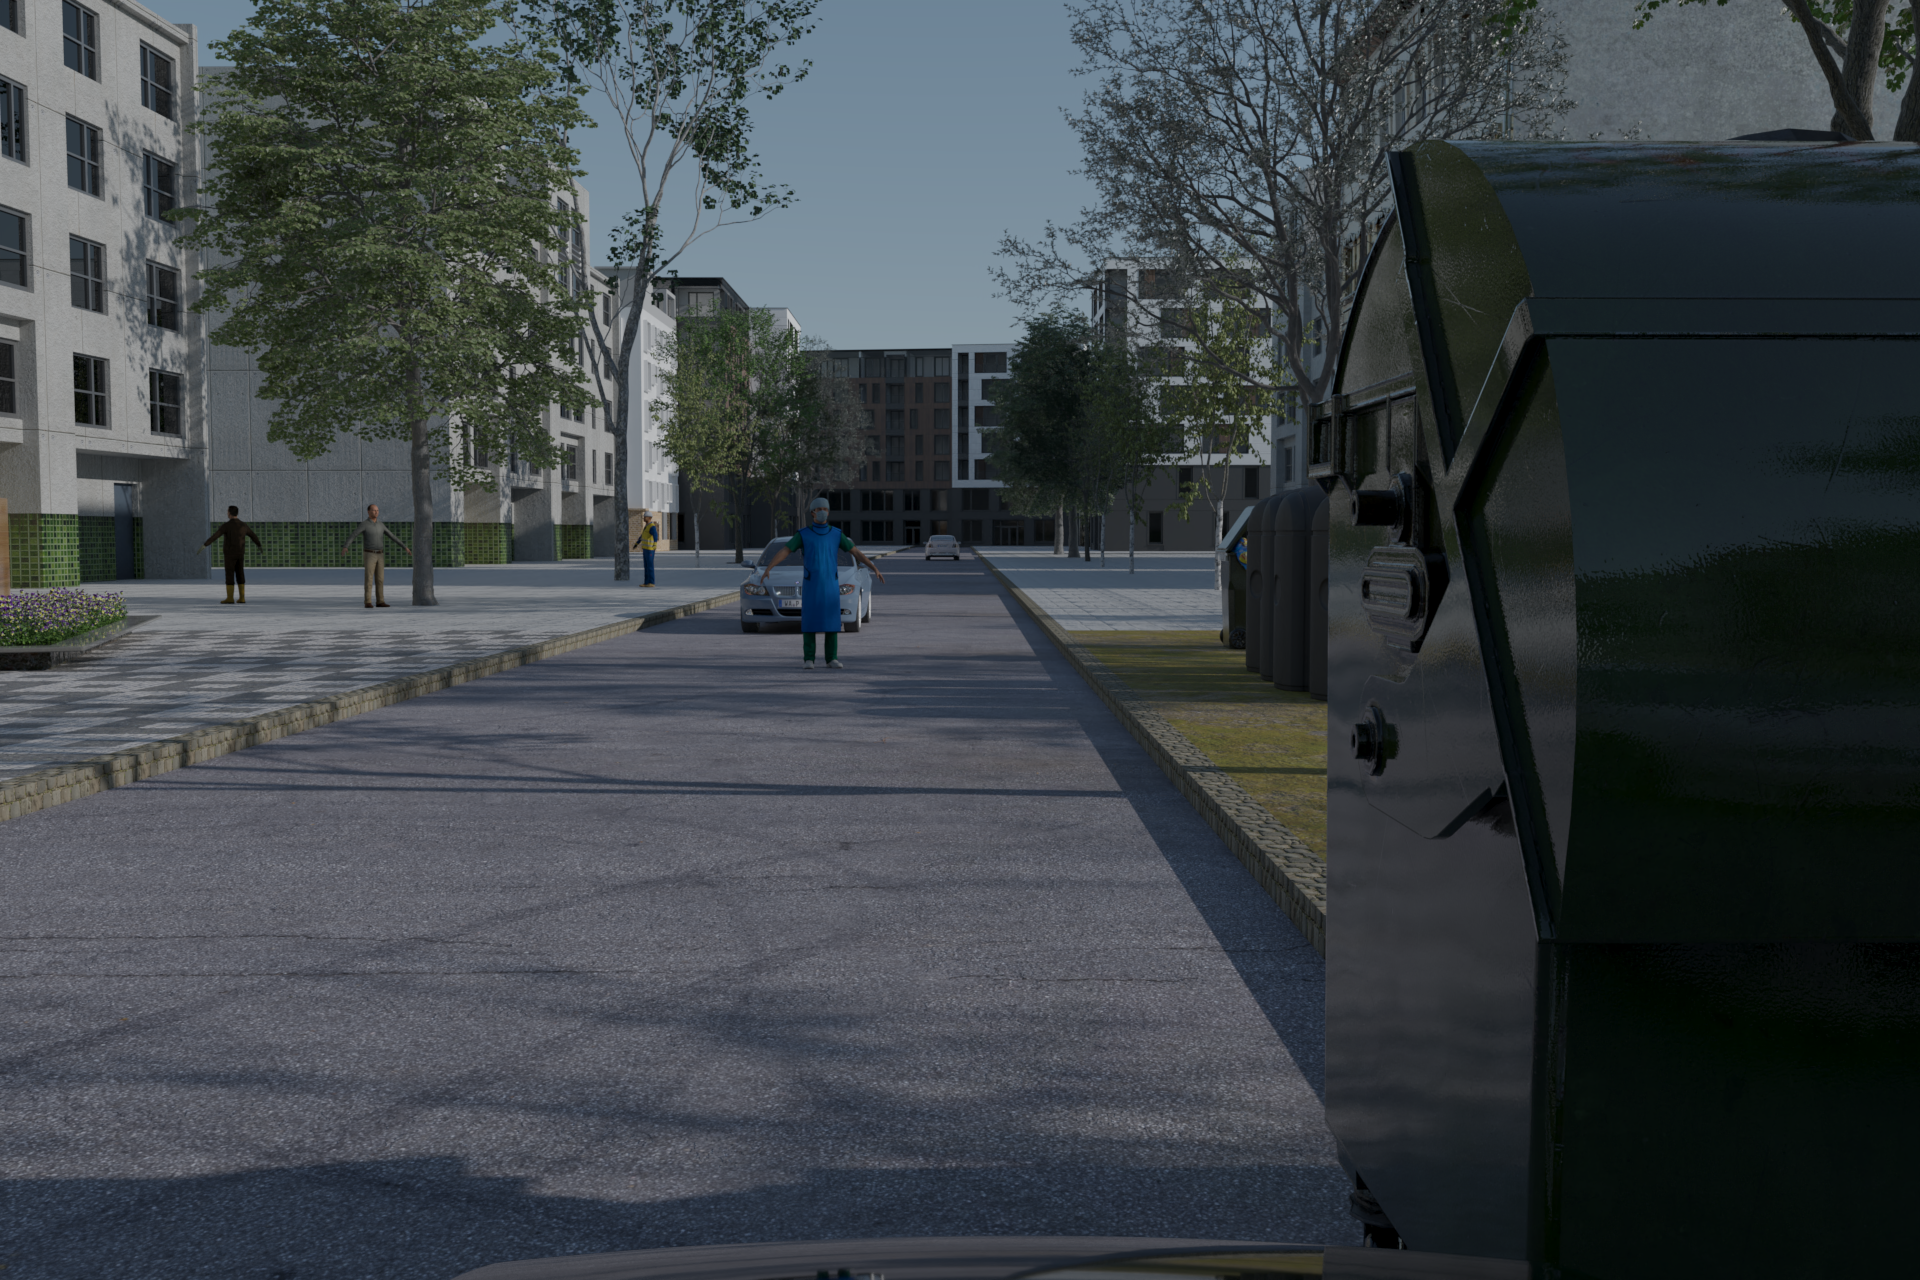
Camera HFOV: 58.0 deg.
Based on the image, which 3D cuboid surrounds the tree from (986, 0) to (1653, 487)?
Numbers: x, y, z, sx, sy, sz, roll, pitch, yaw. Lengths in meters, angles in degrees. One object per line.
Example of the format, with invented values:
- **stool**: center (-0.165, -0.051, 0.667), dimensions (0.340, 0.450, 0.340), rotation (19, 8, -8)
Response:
- **tree**: center (6.035, -7.253, 28.961), dimensions (12.009, 13.543, 11.850), rotation (0, 3, 0)

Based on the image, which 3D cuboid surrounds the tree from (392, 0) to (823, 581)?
- **tree**: center (-10.022, -11.790, 48.650), dimensions (12.611, 20.169, 13.585), rotation (0, 3, 0)

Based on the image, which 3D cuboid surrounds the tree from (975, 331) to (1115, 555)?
- **tree**: center (6.058, -12.295, 107.681), dimensions (9.857, 13.997, 8.962), rotation (0, 3, 0)

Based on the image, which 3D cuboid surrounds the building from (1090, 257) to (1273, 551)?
- **building**: center (24.621, -18.367, 144.280), dimensions (27.936, 21.610, 32.646), rotation (0, 4, 0)

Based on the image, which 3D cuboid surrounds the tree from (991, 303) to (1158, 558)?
- **tree**: center (6.227, -11.485, 94.434), dimensions (9.857, 13.997, 8.962), rotation (0, 3, 0)

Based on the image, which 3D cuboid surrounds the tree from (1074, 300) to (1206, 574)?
- **tree**: center (5.758, -6.429, 55.478), dimensions (4.737, 8.622, 4.395), rotation (0, 3, 0)

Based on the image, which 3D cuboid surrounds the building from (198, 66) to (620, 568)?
- **building**: center (-27.620, -13.158, 81.596), dimensions (16.747, 18.905, 31.486), rotation (0, 4, 1)

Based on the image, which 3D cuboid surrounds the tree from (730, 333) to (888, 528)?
- **tree**: center (-9.459, -11.930, 105.427), dimensions (12.009, 13.543, 11.850), rotation (0, 3, 0)

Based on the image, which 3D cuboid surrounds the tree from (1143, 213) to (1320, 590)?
- **tree**: center (6.034, -5.458, 39.599), dimensions (4.737, 8.622, 4.395), rotation (0, 3, 0)

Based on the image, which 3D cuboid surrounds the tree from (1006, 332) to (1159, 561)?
- **tree**: center (5.647, -8.949, 80.728), dimensions (7.601, 10.594, 8.767), rotation (-1, 4, -16)

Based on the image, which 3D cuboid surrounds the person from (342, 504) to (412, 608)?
- **person**: center (-10.182, -1.459, 30.125), dimensions (0.705, 1.796, 1.348), rotation (3, 4, 39)

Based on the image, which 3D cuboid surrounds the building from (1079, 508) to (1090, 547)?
- **building**: center (21.902, -20.957, 173.583), dimensions (19.493, 23.208, 18.063), rotation (0, 4, 0)

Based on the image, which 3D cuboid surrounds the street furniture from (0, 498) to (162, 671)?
- **street furniture**: center (-11.789, -0.645, 17.395), dimensions (11.010, 1.723, 9.812), rotation (-1, 4, -19)

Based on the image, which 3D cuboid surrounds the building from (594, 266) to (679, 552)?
- **building**: center (-27.221, -16.344, 123.646), dimensions (16.016, 20.090, 11.380), rotation (0, 4, 0)

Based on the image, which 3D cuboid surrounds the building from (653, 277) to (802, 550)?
- **building**: center (-29.452, -18.971, 154.146), dimensions (27.936, 21.610, 32.646), rotation (0, 4, 0)

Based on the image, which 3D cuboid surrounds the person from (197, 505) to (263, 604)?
- **person**: center (-13.387, -1.575, 31.896), dimensions (0.704, 1.812, 1.346), rotation (2, 4, 33)

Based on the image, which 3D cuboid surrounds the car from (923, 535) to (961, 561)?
- **car**: center (-0.979, -5.060, 95.095), dimensions (2.083, 1.381, 4.827), rotation (0, 4, -1)

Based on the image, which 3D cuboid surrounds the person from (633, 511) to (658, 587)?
- **person**: center (-7.551, -2.193, 41.821), dimensions (0.705, 1.833, 1.349), rotation (-2, 4, -32)

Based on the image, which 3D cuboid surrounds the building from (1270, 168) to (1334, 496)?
- **building**: center (25.021, -12.864, 76.792), dimensions (16.747, 18.905, 31.486), rotation (0, 3, 0)

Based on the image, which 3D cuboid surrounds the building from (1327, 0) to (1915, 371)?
- **building**: center (21.587, -13.258, 47.705), dimensions (19.493, 23.208, 18.063), rotation (0, 4, 0)

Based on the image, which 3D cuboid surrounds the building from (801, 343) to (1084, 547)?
- **building**: center (-0.967, -21.592, 199.466), dimensions (32.646, 21.610, 27.936), rotation (1, 4, 9)

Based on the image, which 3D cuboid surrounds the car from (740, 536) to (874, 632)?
- **car**: center (-2.312, -0.901, 26.740), dimensions (2.014, 1.417, 4.499), rotation (0, 3, 0)

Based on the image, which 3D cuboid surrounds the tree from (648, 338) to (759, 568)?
- **tree**: center (-9.835, -7.020, 65.133), dimensions (4.737, 8.622, 4.395), rotation (0, 3, 0)

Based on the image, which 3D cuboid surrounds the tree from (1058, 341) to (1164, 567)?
- **tree**: center (5.392, -7.128, 66.899), dimensions (4.360, 8.622, 3.978), rotation (0, 3, 0)

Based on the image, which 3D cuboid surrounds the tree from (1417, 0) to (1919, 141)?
- **tree**: center (4.650, -5.064, 8.545), dimensions (9.928, 11.665, 9.643), rotation (0, 3, 0)

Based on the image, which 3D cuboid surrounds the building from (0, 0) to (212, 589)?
- **building**: center (-29.938, -10.209, 33.382), dimensions (16.747, 18.905, 31.486), rotation (0, 4, 0)

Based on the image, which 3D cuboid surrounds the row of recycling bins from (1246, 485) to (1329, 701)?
- **row of recycling bins**: center (3.099, -0.467, 14.750), dimensions (1.069, 1.692, 3.534), rotation (0, 4, -1)

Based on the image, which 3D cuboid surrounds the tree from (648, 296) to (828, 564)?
- **tree**: center (-9.587, -9.136, 75.129), dimensions (9.928, 11.665, 9.643), rotation (0, 3, 0)

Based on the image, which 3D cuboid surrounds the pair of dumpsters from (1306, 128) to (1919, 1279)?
- **pair of dumpsters**: center (2.803, 0.141, 2.652), dimensions (4.436, 2.255, 1.574), rotation (0, 4, -1)

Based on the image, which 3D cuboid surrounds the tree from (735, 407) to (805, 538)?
- **tree**: center (-10.099, -8.749, 93.414), dimensions (4.737, 8.622, 4.395), rotation (0, 3, 0)

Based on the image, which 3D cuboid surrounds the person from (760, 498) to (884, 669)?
- **person**: center (-1.480, -0.605, 18.473), dimensions (1.347, 1.817, 0.704), rotation (-1, 4, -17)

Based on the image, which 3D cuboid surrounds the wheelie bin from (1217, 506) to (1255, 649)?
- **wheelie bin**: center (3.279, -0.711, 19.537), dimensions (0.693, 1.594, 0.980), rotation (0, 4, -1)

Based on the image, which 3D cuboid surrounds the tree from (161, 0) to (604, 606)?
- **tree**: center (-10.001, -6.878, 30.582), dimensions (7.486, 12.596, 7.792), rotation (0, 3, 0)

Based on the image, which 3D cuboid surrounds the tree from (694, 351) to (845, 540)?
- **tree**: center (-9.325, -9.189, 84.654), dimensions (8.767, 10.594, 7.601), rotation (1, 4, 13)
